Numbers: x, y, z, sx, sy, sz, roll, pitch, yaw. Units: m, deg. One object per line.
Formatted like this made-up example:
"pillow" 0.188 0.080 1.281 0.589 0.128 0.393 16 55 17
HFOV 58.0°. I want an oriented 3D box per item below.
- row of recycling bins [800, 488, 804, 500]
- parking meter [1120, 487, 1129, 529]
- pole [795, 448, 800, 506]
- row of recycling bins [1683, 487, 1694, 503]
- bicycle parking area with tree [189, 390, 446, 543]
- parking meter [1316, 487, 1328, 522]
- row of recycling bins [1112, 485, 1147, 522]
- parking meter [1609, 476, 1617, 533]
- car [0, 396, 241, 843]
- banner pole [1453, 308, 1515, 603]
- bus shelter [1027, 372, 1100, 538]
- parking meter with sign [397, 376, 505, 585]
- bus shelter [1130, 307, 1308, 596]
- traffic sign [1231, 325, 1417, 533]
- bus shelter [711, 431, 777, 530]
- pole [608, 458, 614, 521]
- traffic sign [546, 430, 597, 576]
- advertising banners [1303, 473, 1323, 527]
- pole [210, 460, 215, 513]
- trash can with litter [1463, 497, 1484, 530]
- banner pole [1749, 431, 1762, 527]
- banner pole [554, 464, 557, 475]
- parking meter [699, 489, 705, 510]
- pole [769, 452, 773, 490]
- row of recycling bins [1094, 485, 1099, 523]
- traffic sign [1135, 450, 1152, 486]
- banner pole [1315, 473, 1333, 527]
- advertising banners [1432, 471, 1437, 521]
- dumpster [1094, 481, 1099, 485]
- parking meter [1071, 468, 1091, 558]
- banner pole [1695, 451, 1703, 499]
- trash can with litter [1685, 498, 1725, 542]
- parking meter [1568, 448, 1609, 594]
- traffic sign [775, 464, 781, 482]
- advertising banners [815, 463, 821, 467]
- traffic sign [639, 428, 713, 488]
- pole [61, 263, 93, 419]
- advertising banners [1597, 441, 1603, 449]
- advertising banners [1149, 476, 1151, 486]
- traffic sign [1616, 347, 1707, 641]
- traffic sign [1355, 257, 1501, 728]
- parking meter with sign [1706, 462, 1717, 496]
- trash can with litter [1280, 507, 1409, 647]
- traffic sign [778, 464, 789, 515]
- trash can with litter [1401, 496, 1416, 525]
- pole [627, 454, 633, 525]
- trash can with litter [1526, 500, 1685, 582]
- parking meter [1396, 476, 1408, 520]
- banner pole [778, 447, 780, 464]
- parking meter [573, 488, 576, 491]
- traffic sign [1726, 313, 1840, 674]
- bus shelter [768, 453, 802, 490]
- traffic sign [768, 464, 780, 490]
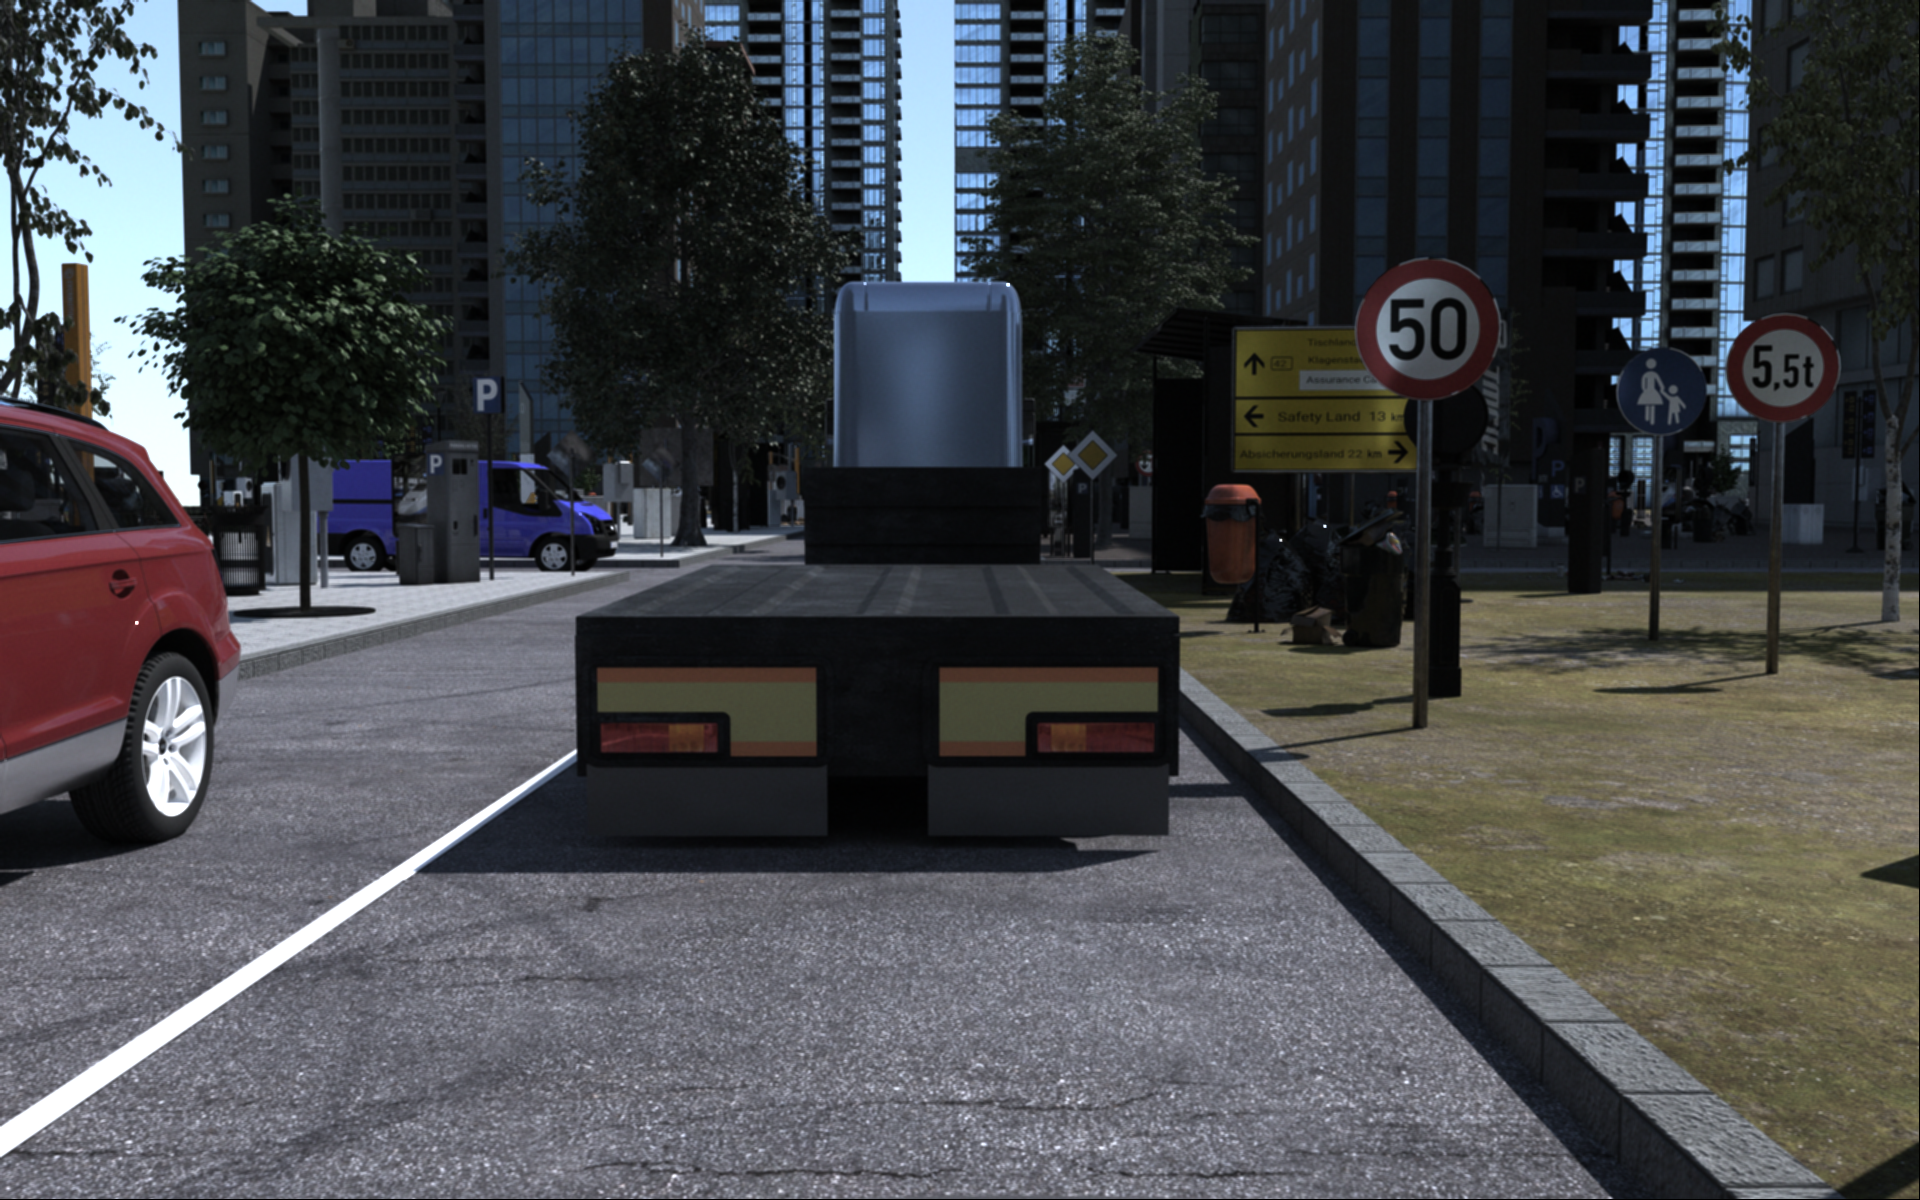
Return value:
"row of recycling bins" -9.348 -5.605 98.755 1.069 1.692 3.534 0 4 -4
"parking meter" 6.097 -3.391 63.860 0.372 1.533 0.369 0 3 0
"pole" -7.157 -5.031 76.095 0.158 3.312 0.155 0 3 0
"row of recycling bins" 40.934 -5.638 99.296 1.069 1.692 3.534 0 4 -6
"bicycle parking area with tree" -17.072 -3.731 47.999 8.231 4.147 9.016 1 4 15
"parking meter" 12.234 -3.068 58.574 0.372 1.533 0.369 0 3 0
"row of recycling bins" 8.256 -4.426 79.471 3.534 1.692 1.069 -2 4 -34
"parking meter" 21.490 -3.152 57.245 0.399 1.863 0.255 2 4 26
"car" -4.257 0.183 5.676 2.281 1.827 5.304 0 4 0
"banner pole" 6.127 -1.865 20.502 0.863 3.779 0.401 0 4 -7
"bus shelter" 3.034 -4.682 54.186 2.179 5.291 8.768 0 3 0
"parking meter with sign" -7.361 -1.760 25.034 0.543 3.016 1.738 2 4 27
"bus shelter" 3.588 -2.056 24.894 1.731 3.624 6.357 0 4 0
"traffic sign" 4.427 -1.659 20.992 2.265 3.308 0.079 0 4 6
"bus shelter" -7.972 -4.469 64.345 1.731 3.624 6.357 0 3 0
"pole" -13.081 -4.345 64.883 0.158 3.312 0.155 0 3 0
"traffic sign" -6.074 -1.437 27.131 0.795 2.450 0.064 0 4 0
"advertising banners" 8.936 -3.010 45.398 0.090 3.025 2.074 -2 4 -27
"pole" -45.063 -6.762 104.401 0.158 3.312 0.155 0 3 0
"trash can with litter" 18.695 -3.128 62.538 1.055 1.170 0.624 -3 5 -40
"banner pole" 31.280 -4.782 68.208 0.863 3.779 0.401 -3 4 -36
"banner pole" -23.380 -6.657 98.856 0.863 3.779 0.401 0 4 3
"parking meter" -11.193 -4.062 74.817 0.372 1.533 0.369 0 3 0
"pole" -9.067 -5.459 83.090 0.158 3.312 0.155 0 3 0
"row of recycling bins" 4.732 -4.230 76.268 3.534 1.692 1.069 -1 4 -9
"traffic sign" 5.442 -3.059 50.121 0.768 2.556 0.104 0 4 3
"banner pole" 14.114 -4.725 67.270 0.863 3.779 0.401 -2 4 -23
"advertising banners" 17.074 -4.024 61.975 0.090 3.025 2.074 0 4 5
"dumpster" 5.882 -4.439 78.338 1.264 1.857 1.865 0 4 0
"parking meter" 2.434 -1.777 34.759 0.399 1.863 0.255 0 4 0
"banner pole" 42.869 -6.759 100.532 0.401 3.779 0.863 0 4 -6
"trash can with litter" 19.916 -2.131 46.234 1.055 1.170 0.624 -2 4 -35
"parking meter" 8.100 -1.023 22.429 0.255 1.863 0.399 -2 4 -25
"traffic sign" -7.743 -4.567 74.673 0.884 2.594 0.081 0 4 6
"advertising banners" -7.335 -6.107 96.043 2.074 3.025 0.090 3 5 44
"traffic sign" -8.698 -3.623 53.114 2.265 3.308 0.079 0 4 1
"pole" -7.844 -1.321 15.445 0.158 3.312 0.155 0 3 0
"advertising banners" 21.053 -3.763 57.713 0.090 3.025 2.074 0 4 4
"advertising banners" 7.490 -4.524 70.155 0.090 3.025 2.074 1 4 22
"traffic sign" 6.087 -0.918 15.121 0.768 2.556 0.104 0 4 4
"traffic sign" 2.527 -0.571 9.437 0.768 2.556 0.104 1 4 8
"parking meter with sign" 40.327 -5.909 92.865 0.543 3.016 1.738 1 4 21
"trash can with litter" 3.257 -0.202 14.682 1.055 1.170 0.624 2 4 26
"traffic sign" -7.597 -4.535 74.249 0.768 2.556 0.104 0 4 6
"trash can with litter" 12.949 -2.465 51.361 2.233 1.210 1.678 0 4 7
"pole" -13.500 -4.709 70.830 0.158 3.312 0.155 0 3 0
"trash can with litter" 9.754 -0.909 25.916 1.678 1.210 2.233 -2 4 -28
"parking meter" 14.423 -3.108 56.525 0.255 1.863 0.399 2 4 31
"banner pole" -9.591 -6.245 92.130 0.401 3.779 0.863 0 4 -2
"parking meter" -13.743 -3.227 61.179 0.372 1.533 0.369 0 3 0
"traffic sign" 5.812 -0.747 12.318 0.768 2.556 0.104 0 4 7
"bus shelter" -9.201 -5.694 87.020 2.014 3.302 5.546 0 4 0
"traffic sign" -7.971 -4.475 73.279 0.768 2.556 0.104 0 4 7
